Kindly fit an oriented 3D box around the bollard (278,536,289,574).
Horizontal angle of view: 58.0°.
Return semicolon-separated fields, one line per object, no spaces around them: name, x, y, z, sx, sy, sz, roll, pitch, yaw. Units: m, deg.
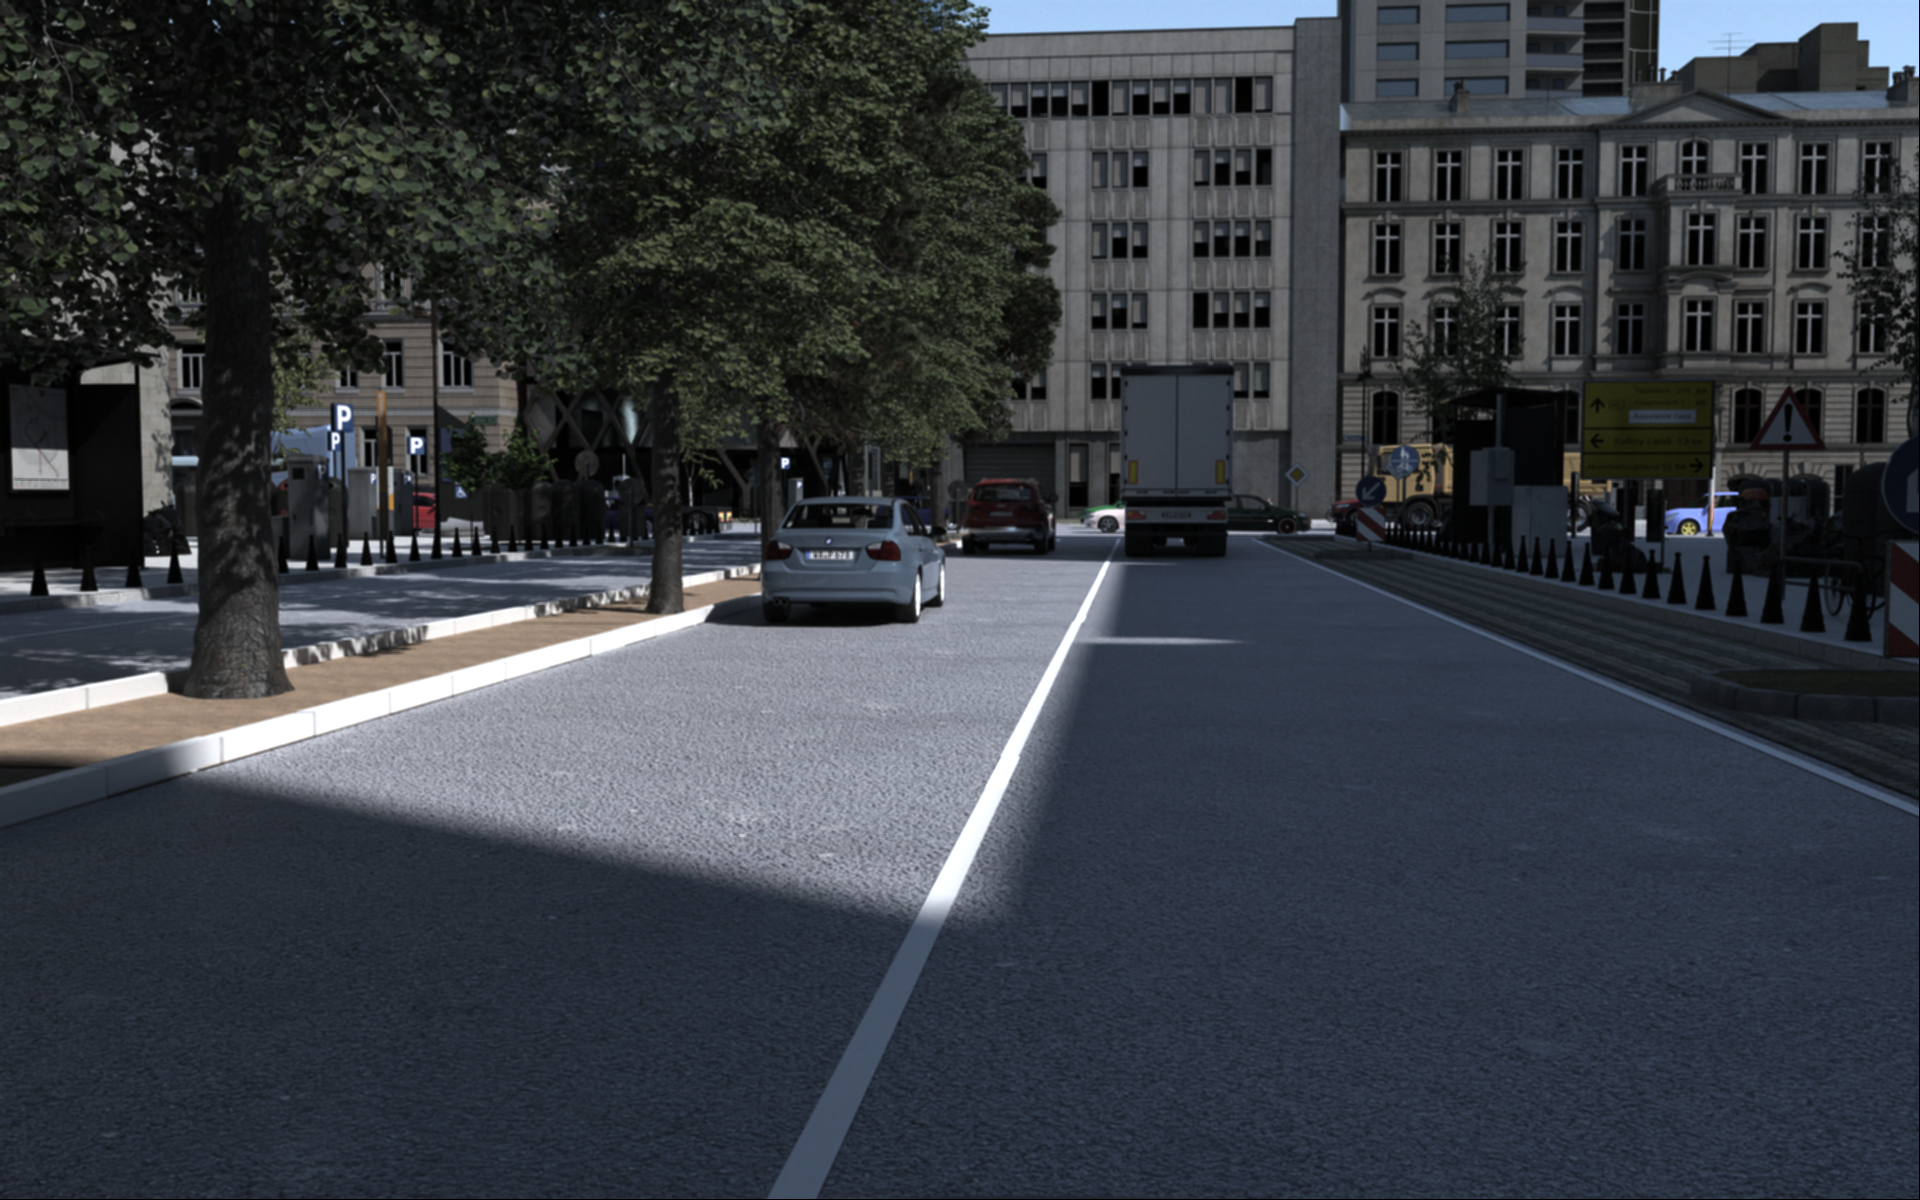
bollard;-10.973;-0.732;28.016;0.229;0.601;0.229;0;3;0

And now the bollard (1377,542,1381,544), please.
bollard;10.980;-1.765;44.901;0.229;0.601;0.229;0;3;0

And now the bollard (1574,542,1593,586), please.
bollard;8.829;-0.510;24.385;0.229;0.601;0.229;0;3;0

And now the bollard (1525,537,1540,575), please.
bollard;9.151;-0.699;27.474;0.229;0.601;0.229;0;3;0

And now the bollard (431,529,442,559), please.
bollard;-10.332;-1.108;34.158;0.229;0.601;0.229;0;3;0

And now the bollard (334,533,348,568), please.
bollard;-10.758;-0.857;30.061;0.229;0.601;0.229;0;3;0

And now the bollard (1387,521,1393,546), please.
bollard;10.765;-1.639;42.844;0.229;0.601;0.229;0;3;0

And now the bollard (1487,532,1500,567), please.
bollard;9.474;-0.887;30.537;0.229;0.601;0.229;0;3;0

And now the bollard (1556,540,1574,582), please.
bollard;8.937;-0.574;25.425;0.229;0.601;0.229;0;3;0

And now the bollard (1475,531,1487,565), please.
bollard;9.582;-0.949;31.558;0.229;0.601;0.229;0;3;0

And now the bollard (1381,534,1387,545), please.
bollard;10.871;-1.703;43.880;0.229;0.601;0.229;0;3;0

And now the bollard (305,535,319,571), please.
bollard;-10.868;-0.795;29.040;0.229;0.601;0.229;0;3;0

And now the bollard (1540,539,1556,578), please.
bollard;9.044;-0.637;26.453;0.229;0.601;0.229;0;3;0

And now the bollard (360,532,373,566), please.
bollard;-10.656;-0.920;31.083;0.229;0.601;0.229;0;3;0

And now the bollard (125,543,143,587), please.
bollard;-11.409;-0.481;23.901;0.229;0.601;0.229;0;3;0

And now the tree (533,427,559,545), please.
tree;-11.185;-3.000;43.643;1.663;3.219;1.824;0;3;0

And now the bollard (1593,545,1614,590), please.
bollard;8.723;-0.448;23.364;0.229;0.601;0.229;0;3;0

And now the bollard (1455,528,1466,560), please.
bollard;9.800;-1.076;33.641;0.229;0.601;0.229;0;3;0

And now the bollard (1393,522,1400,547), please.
bollard;10.658;-1.577;41.823;0.229;0.601;0.229;0;3;0

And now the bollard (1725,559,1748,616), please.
bollard;8.183;-0.134;18.236;0.229;0.601;0.229;0;3;0

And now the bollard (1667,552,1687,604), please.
bollard;8.399;-0.259;20.279;0.229;0.601;0.229;0;3;0

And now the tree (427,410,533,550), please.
tree;-11.189;-2.781;40.069;1.663;3.219;1.824;0;3;0

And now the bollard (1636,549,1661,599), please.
bollard;8.506;-0.322;21.301;0.229;0.601;0.229;0;3;0

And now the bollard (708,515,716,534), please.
bollard;-8.074;-2.426;55.702;0.229;0.601;0.229;0;3;0

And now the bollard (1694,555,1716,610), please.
bollard;8.293;-0.197;19.257;0.229;0.601;0.229;0;3;0

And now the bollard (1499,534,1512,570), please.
bollard;9.368;-0.824;29.516;0.229;0.601;0.229;0;3;0

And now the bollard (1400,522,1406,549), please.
bollard;10.554;-1.514;40.802;0.229;0.601;0.229;0;3;0

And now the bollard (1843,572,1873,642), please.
bollard;7.863;0.055;15.147;0.229;0.601;0.229;0;3;0

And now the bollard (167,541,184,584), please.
bollard;-11.303;-0.543;24.922;0.229;0.601;0.229;0;3;0

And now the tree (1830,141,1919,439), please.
tree;19.474;-5.147;34.520;4.360;8.622;3.978;0;3;0

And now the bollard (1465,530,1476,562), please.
bollard;9.688;-1.013;32.599;0.229;0.601;0.229;0;3;0

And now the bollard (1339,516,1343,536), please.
bollard;11.844;-2.268;53.128;0.229;0.601;0.229;0;3;0

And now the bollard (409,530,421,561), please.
bollard;-10.437;-1.046;33.136;0.229;0.601;0.229;0;3;0

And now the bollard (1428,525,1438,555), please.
bollard;10.122;-1.264;36.704;0.229;0.601;0.229;0;3;0

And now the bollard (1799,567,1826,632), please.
bollard;7.968;-0.008;16.169;0.229;0.601;0.229;0;3;0

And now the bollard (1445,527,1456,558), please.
bollard;9.904;-1.139;34.662;0.229;0.601;0.229;0;3;0

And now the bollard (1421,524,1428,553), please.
bollard;10.226;-1.326;37.726;0.229;0.601;0.229;0;3;0

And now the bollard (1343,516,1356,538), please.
bollard;11.736;-2.206;52.107;0.229;0.601;0.229;0;3;0

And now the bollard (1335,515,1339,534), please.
bollard;11.952;-2.332;54.166;0.229;0.601;0.229;0;3;0

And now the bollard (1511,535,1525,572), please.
bollard;9.262;-0.762;28.495;0.229;0.601;0.229;0;3;0

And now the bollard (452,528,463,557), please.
bollard;-10.222;-1.171;35.192;0.229;0.601;0.229;0;3;0

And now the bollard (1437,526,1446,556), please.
bollard;10.012;-1.201;35.683;0.229;0.601;0.229;0;3;0

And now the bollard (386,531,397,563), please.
bollard;-10.545;-0.982;32.103;0.229;0.601;0.229;0;3;0

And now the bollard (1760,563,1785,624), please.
bollard;8.077;-0.071;17.205;0.229;0.601;0.229;0;3;0

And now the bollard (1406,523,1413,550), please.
bollard;10.444;-1.451;39.768;0.229;0.601;0.229;0;3;0

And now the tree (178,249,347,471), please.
tree;-18.019;-5.780;44.865;4.737;8.622;4.395;0;3;0

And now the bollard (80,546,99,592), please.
bollard;-11.514;-0.418;22.876;0.229;0.601;0.229;0;3;0

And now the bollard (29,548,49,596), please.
bollard;-11.624;-0.356;21.855;0.229;0.601;0.229;0;3;0

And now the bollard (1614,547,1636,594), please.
bollard;8.612;-0.384;22.322;0.229;0.601;0.229;0;3;0

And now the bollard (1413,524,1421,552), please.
bollard;10.338;-1.389;38.747;0.229;0.601;0.229;0;3;0

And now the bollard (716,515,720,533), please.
bollard;-7.964;-2.489;56.739;0.229;0.601;0.229;0;3;0
